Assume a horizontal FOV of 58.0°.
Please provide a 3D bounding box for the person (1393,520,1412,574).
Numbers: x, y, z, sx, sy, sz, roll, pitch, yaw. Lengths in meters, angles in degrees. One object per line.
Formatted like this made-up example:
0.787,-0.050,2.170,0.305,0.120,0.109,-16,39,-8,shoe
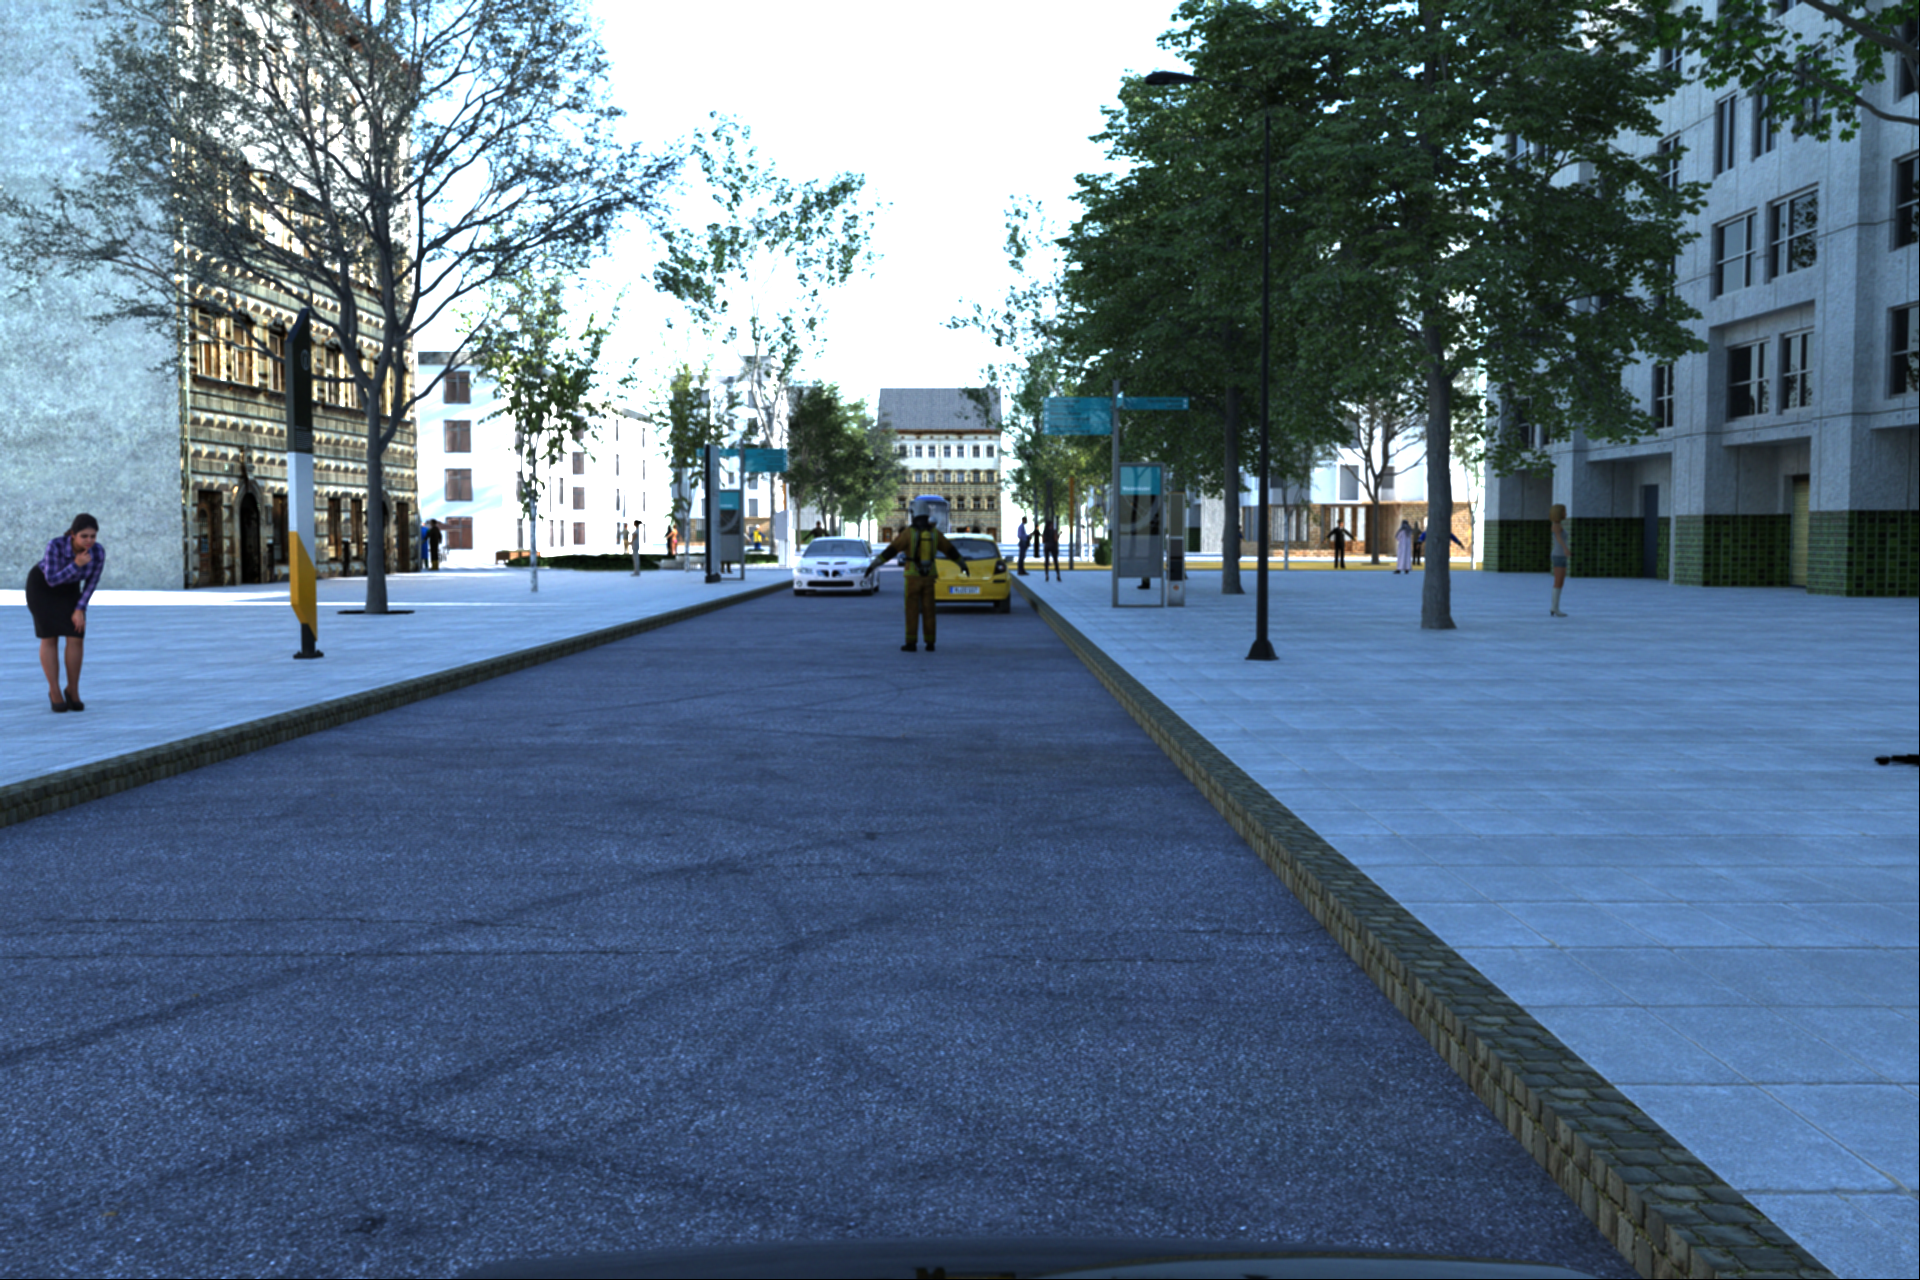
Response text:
14.416,-3.027,56.197,0.551,1.740,0.621,-2,4,-35,person

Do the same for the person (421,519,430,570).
-19.388,-3.445,62.452,1.347,1.817,0.704,1,4,13,person

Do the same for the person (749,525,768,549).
-10.906,-5.328,93.578,1.216,1.772,0.721,2,4,27,person

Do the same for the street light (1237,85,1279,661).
3.631,-2.752,17.542,1.470,5.913,1.316,0,3,0,street light

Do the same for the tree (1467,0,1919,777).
5.784,-5.096,9.074,9.928,11.665,9.643,0,3,0,tree

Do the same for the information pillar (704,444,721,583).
-6.545,-3.333,45.808,0.184,3.620,1.656,0,4,0,information pillar

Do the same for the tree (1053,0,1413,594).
5.709,-7.238,36.462,7.486,12.596,7.792,0,3,0,tree

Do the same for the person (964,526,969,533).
0.327,-3.656,68.954,1.216,1.740,0.721,-3,5,-40,person

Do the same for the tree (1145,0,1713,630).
6.068,-6.429,23.245,7.486,12.596,7.792,0,3,0,tree

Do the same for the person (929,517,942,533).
-0.660,-2.024,41.411,1.347,1.847,0.705,-2,4,-31,person

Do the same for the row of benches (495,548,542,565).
-18.797,-3.562,73.705,1.422,0.672,4.104,0,4,6,row of benches

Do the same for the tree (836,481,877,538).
-9.023,-12.682,157.706,4.360,8.622,3.978,0,3,0,tree

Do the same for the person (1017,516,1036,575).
2.076,-2.935,53.903,0.599,1.838,0.709,1,4,10,person

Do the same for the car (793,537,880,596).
-2.938,-1.800,41.784,2.083,1.381,4.827,0,4,0,car

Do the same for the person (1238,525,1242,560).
13.805,-4.872,86.384,0.721,1.740,1.216,2,4,29,person

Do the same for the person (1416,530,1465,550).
11.700,-2.223,42.326,1.345,1.831,0.704,-1,4,-18,person

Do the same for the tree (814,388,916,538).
-8.378,-14.358,145.127,12.009,13.543,11.850,0,3,0,tree

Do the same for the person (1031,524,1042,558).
4.093,-5.227,91.652,0.705,1.806,1.347,-2,4,-33,person

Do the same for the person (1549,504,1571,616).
9.445,-1.251,27.073,0.721,1.753,1.214,1,4,16,person

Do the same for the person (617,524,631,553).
-17.688,-5.238,91.909,1.348,1.796,0.705,1,4,23,person

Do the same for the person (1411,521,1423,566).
18.631,-3.938,70.509,0.705,1.813,1.348,-3,4,-36,person

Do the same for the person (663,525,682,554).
-13.603,-4.605,82.093,0.721,1.733,1.217,2,4,32,person

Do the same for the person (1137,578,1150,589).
4.291,-2.113,40.419,0.704,1.845,1.351,0,4,1,person

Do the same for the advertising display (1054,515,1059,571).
3.356,-3.375,60.394,0.123,1.923,0.974,0,4,0,advertising display

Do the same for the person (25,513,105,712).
-6.392,-0.194,12.443,0.697,1.427,0.421,3,4,36,person

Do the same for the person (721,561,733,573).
-7.623,-3.056,56.735,1.217,1.736,0.721,-3,5,-42,person

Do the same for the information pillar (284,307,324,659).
-6.756,-1.616,17.769,0.183,3.616,0.504,0,4,1,information pillar

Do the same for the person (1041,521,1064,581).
2.505,-2.415,47.004,0.593,1.643,0.415,-2,4,-23,person

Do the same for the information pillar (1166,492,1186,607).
3.809,-1.598,30.622,0.304,2.012,0.304,0,3,0,information pillar

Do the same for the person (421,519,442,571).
-18.531,-3.351,60.932,0.704,1.812,1.346,1,4,13,person

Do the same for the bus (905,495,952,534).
-1.940,-7.438,113.165,2.896,3.916,12.251,0,3,0,bus

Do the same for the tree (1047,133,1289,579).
5.982,-7.978,48.565,7.486,12.596,7.792,0,3,0,tree

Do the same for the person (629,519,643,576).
-10.011,-2.833,53.088,0.721,1.739,1.217,0,4,-3,person

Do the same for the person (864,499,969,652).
-0.497,-0.794,21.202,1.354,1.858,0.705,-1,4,-20,person

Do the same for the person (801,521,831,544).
-5.609,-3.812,68.544,1.346,1.802,0.704,-1,4,-21,person

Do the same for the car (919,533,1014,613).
0.047,-1.376,32.724,2.015,1.641,3.980,0,4,-1,car

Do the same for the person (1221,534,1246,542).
12.837,-4.620,81.513,1.349,1.833,0.705,3,5,40,person

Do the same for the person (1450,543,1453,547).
18.700,-3.510,66.647,0.991,1.433,0.599,-3,5,-45,person

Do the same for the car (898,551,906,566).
-1.873,-4.049,78.210,2.014,1.417,4.499,0,4,1,car

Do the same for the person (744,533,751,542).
-10.352,-4.520,80.095,1.347,1.806,0.705,0,4,-8,person

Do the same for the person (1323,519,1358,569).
14.145,-3.580,64.460,1.347,1.837,0.705,0,4,-5,person

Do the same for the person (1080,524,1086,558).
6.662,-5.414,94.664,0.704,1.843,1.345,0,4,5,person

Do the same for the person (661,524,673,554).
-16.855,-5.785,100.371,0.705,1.856,1.354,-3,5,-44,person
